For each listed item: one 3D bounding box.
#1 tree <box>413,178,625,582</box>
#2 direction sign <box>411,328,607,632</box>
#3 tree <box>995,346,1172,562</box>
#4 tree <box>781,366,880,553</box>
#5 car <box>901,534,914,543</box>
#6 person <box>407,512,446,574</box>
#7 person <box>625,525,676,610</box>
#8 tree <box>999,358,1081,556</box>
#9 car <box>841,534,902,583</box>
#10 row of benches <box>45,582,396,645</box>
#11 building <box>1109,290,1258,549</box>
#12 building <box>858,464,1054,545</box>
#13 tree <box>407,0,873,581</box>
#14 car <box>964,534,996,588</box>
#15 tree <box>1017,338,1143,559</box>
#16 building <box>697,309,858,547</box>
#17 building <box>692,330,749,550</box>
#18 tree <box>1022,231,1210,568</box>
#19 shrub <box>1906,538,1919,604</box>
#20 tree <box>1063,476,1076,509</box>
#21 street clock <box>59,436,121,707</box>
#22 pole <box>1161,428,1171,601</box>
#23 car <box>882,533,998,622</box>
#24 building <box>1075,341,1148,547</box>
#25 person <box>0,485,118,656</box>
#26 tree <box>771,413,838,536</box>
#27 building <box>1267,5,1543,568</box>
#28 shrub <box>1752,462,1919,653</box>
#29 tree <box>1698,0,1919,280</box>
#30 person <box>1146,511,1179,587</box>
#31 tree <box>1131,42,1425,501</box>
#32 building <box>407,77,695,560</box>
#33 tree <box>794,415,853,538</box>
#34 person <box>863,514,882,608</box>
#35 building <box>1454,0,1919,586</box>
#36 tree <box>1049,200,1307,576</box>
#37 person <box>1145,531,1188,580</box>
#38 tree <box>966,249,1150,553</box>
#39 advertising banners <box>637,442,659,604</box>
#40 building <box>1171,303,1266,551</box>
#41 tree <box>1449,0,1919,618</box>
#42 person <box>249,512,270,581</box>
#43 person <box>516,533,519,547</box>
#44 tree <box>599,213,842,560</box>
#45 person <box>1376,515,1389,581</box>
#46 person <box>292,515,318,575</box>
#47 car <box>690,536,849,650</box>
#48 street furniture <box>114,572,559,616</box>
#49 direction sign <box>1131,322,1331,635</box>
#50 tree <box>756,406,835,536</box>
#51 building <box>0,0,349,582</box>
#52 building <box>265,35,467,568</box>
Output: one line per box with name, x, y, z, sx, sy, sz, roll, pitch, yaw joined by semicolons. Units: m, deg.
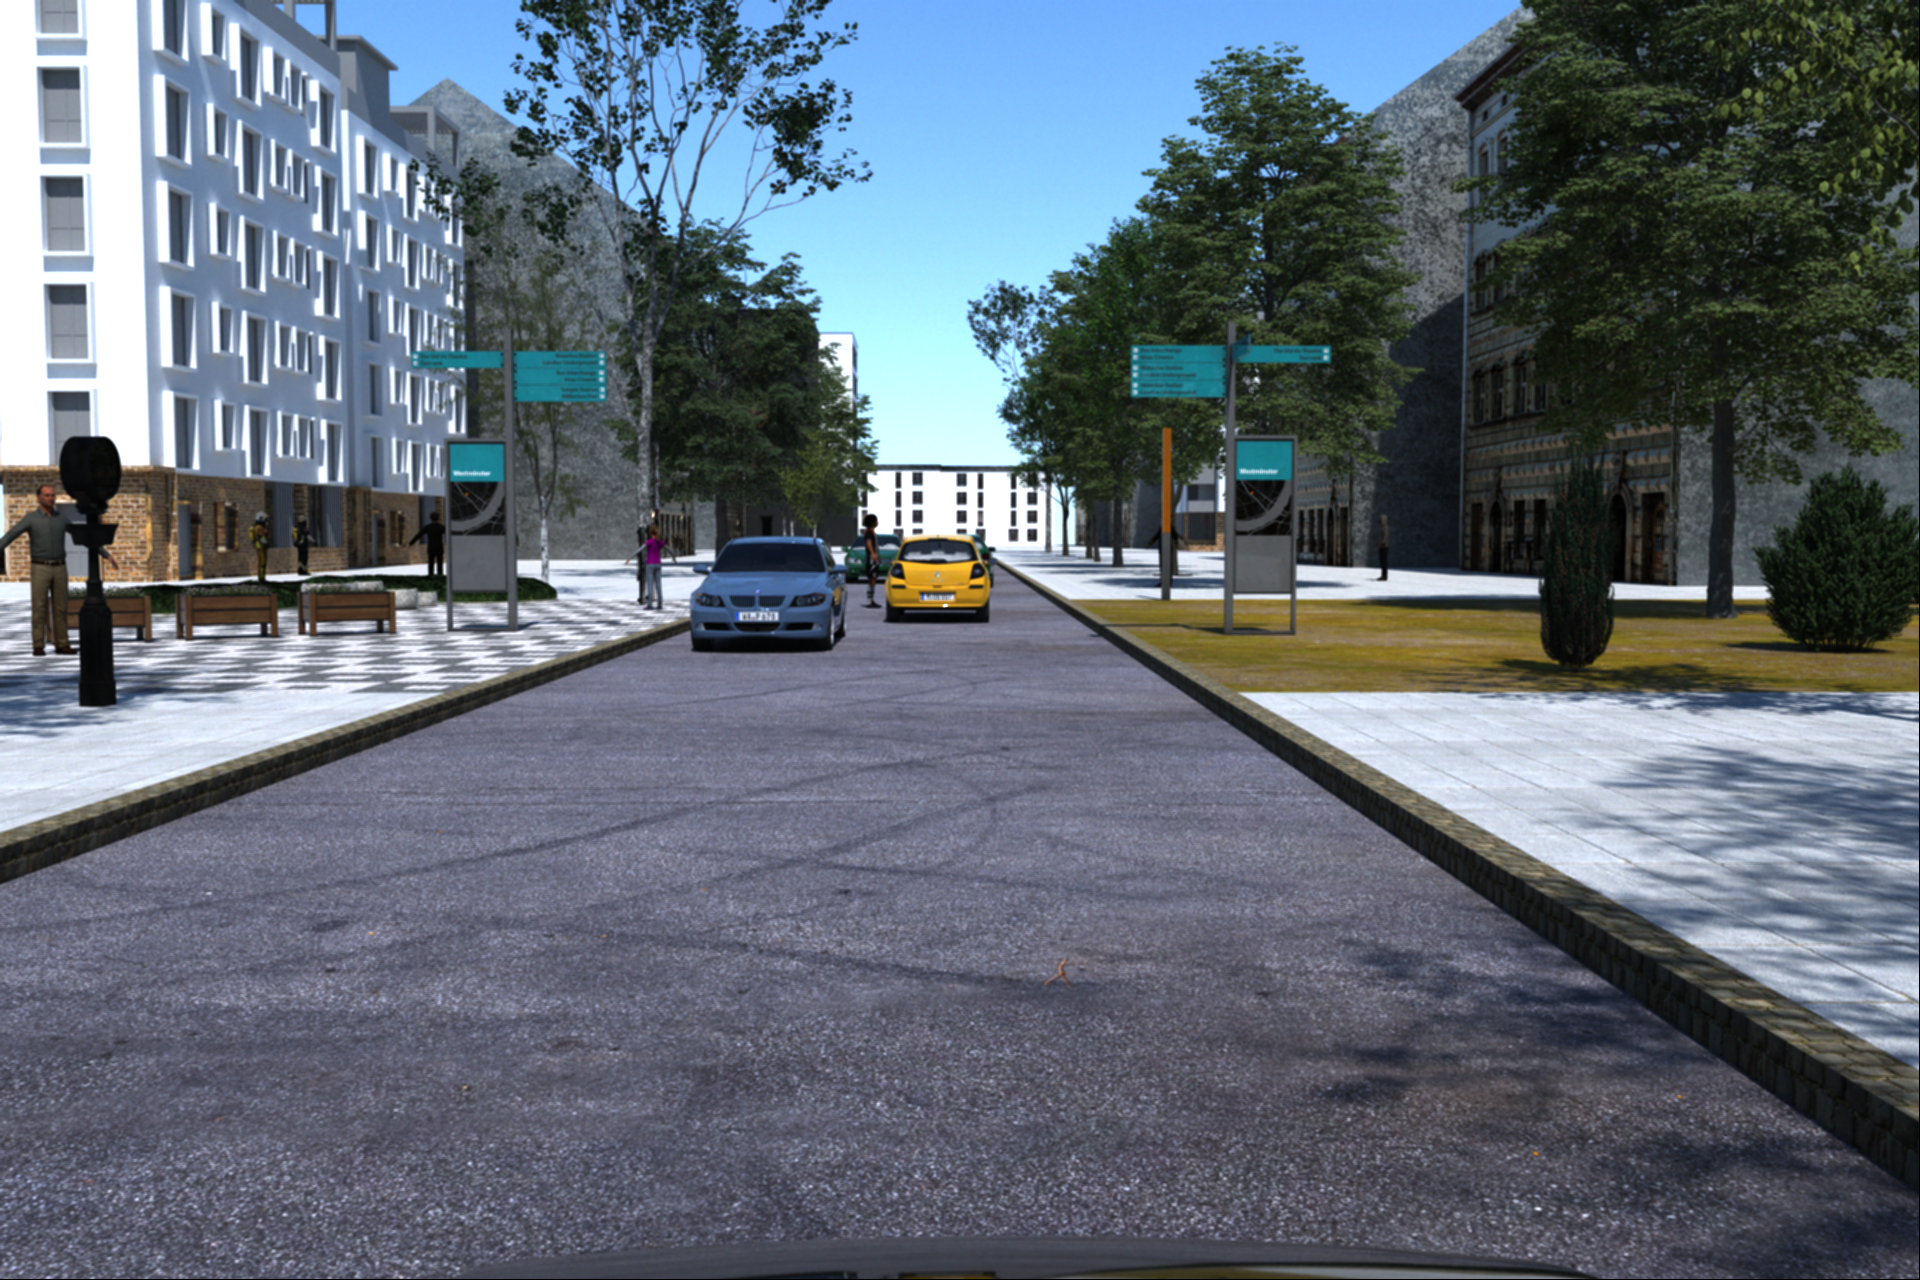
tree;-8.523;-5.242;36.074;4.360;8.622;3.978;0;3;0
direction sign;-5.866;-2.104;23.167;2.525;3.948;1.411;0;4;0
tree;6.101;-8.849;79.099;8.767;10.594;7.601;-2;4;-34
tree;-8.989;-12.136;116.546;7.486;12.596;7.792;0;3;0
car;-1.995;-4.770;89.780;2.131;1.459;4.920;0;3;0
person;-12.492;-2.145;41.262;1.347;1.806;0.705;0;4;-6
person;-5.228;-1.231;29.398;0.991;1.433;0.599;-3;5;-41
tree;6.067;-10.672;100.247;9.928;11.665;9.643;0;3;0
car;-2.465;-2.459;51.999;2.131;1.459;4.920;0;4;-1
row of benches;-9.090;-0.355;21.260;4.104;0.672;1.422;-2;4;-34
building;24.100;-20.211;161.386;19.493;23.208;18.063;0;4;0
building;-2.514;-16.206;209.565;28.070;9.664;9.099;0;4;-2
tree;-8.518;-11.745;47.924;12.611;20.169;13.585;0;3;0
car;-0.051;-2.197;47.713;2.131;1.459;4.920;0;4;-2
tree;6.502;-9.972;88.797;9.928;11.665;9.643;0;3;0
building;-24.759;-20.148;173.388;27.936;21.610;32.646;0;4;-1
building;-28.594;-19.320;146.804;19.493;23.208;18.063;0;4;-1
tree;6.127;-8.984;65.020;7.486;12.596;7.792;0;3;0
shrub;17.640;-1.269;31.860;1.383;1.207;1.383;0;3;0
tree;17.406;-18.264;208.986;12.009;13.543;11.850;0;3;0
street clock;-6.450;-0.510;12.901;0.358;2.002;0.471;0;4;1
pole;3.979;-2.419;33.396;0.158;3.312;0.155;0;3;0
car;-0.355;-1.179;29.506;2.015;1.641;3.980;0;4;0
building;22.287;-21.664;185.137;19.493;23.208;18.063;0;3;0
person;-9.656;-0.740;18.374;0.705;1.796;1.348;3;5;41
tree;-9.337;-9.043;98.215;4.737;8.622;4.395;0;3;0
building;24.160;-14.886;74.312;19.493;23.208;18.063;0;4;0
shrub;9.633;-0.912;18.951;1.661;2.075;1.752;0;3;0
tree;6.505;-3.702;10.883;4.737;8.622;4.395;0;3;0
person;4.935;-2.196;41.836;0.705;1.837;1.347;-2;4;-26
tree;7.358;-7.498;40.715;7.486;12.596;7.792;0;3;0
building;-24.843;-16.026;92.961;19.493;23.208;18.063;0;4;-1
tree;-9.061;-9.462;105.068;4.360;8.622;3.978;0;3;0
person;-1.679;-1.529;33.603;0.704;1.843;1.345;0;4;1
building;26.753;-13.451;50.855;19.493;23.208;18.063;0;3;0
tree;6.646;-7.772;52.829;9.928;11.665;9.643;0;3;0
person;5.782;-2.549;48.482;1.217;1.733;0.721;0;4;-1
tree;7.101;-15.818;114.514;12.611;20.169;13.585;0;3;0
advertising banners;-5.804;-2.215;32.403;0.090;3.025;2.074;0;4;1
building;22.054;-17.492;142.406;16.016;20.090;11.380;0;4;0
tree;11.300;-6.615;26.286;7.486;12.596;7.792;0;3;0
person;-18.145;-2.405;45.092;0.705;1.858;1.354;-2;4;-24
person;-13.715;-2.823;52.374;1.346;1.802;0.704;3;5;39
tree;-9.458;-9.889;68.339;9.857;13.997;8.962;0;3;0
person;11.634;-2.543;47.707;0.705;1.813;1.348;1;4;8
person;-20.376;-2.935;53.760;1.354;1.856;0.705;3;5;40
car;-2.449;-0.666;22.884;2.014;1.417;4.499;0;4;-1
street furniture;-11.072;-0.980;31.653;5.734;0.657;10.072;1;4;14
direction sign;3.425;-1.993;21.356;2.525;3.948;1.411;0;4;-1
tree;-8.728;-8.384;87.448;4.737;8.622;4.395;0;3;0
building;-26.489;-11.695;47.640;16.016;20.090;11.380;0;4;0
building;-27.704;-12.890;67.164;16.016;20.090;11.380;0;4;-1
